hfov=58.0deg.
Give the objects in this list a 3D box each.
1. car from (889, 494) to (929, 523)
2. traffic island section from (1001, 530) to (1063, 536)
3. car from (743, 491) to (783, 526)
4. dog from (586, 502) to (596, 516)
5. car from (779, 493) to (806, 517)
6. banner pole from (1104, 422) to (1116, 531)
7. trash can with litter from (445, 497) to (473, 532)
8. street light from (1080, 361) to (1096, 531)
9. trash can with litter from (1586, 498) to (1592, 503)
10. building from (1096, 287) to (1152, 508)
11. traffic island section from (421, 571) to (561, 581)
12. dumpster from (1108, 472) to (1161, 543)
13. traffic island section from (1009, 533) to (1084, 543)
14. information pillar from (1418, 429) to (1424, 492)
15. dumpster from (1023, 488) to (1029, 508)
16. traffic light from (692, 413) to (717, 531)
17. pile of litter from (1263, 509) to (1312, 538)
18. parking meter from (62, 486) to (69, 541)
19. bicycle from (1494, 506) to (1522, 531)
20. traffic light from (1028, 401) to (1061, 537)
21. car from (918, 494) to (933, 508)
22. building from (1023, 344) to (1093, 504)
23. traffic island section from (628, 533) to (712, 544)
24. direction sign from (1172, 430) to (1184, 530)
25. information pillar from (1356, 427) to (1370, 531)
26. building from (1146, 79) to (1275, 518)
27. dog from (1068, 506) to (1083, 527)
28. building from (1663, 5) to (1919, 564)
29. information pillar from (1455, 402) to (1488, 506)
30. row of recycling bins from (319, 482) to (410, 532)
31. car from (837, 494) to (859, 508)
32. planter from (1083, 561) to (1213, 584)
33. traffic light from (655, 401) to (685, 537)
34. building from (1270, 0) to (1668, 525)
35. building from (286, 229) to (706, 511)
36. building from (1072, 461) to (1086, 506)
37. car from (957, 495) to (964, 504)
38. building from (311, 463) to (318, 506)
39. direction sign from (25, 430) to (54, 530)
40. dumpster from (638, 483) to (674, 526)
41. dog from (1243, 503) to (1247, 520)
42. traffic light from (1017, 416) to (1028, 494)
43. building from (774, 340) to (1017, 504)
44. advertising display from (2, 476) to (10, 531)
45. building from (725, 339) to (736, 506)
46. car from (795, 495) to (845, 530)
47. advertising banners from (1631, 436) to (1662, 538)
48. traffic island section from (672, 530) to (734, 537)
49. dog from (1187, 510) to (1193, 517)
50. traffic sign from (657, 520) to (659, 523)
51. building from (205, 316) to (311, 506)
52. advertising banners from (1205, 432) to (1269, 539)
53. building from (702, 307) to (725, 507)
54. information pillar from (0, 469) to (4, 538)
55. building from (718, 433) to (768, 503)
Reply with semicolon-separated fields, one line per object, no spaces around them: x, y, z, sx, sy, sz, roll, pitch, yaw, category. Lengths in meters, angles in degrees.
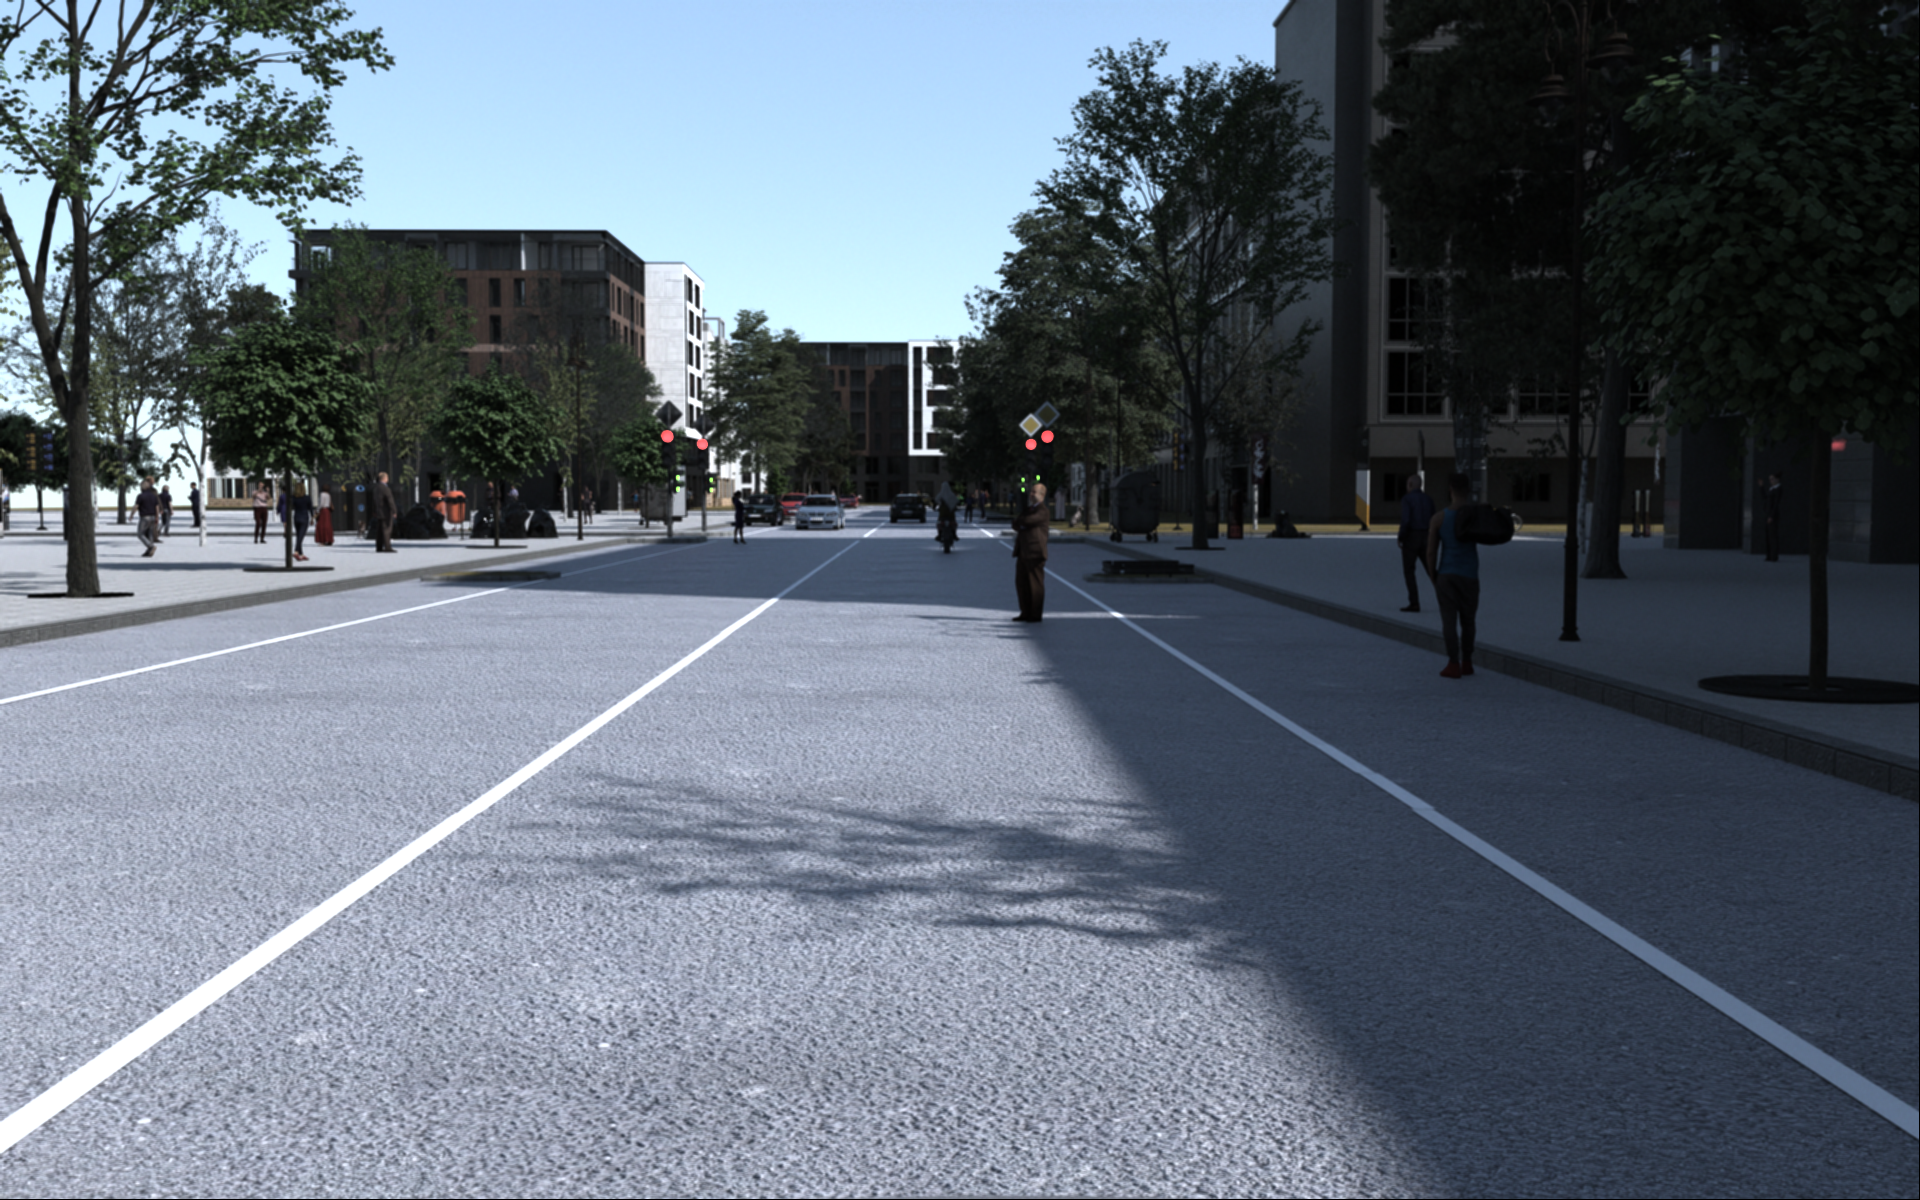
-2.582;-4.699;86.609;2.009;1.686;4.222;0;4;0;car
2.444;-2.285;59.648;2.009;0.180;2.903;0;4;-1;traffic island section
-9.008;-4.185;78.207;2.009;1.686;4.222;0;4;1;car
-22.006;-5.426;103.092;0.513;0.831;0.800;-2;4;-24;dog
-9.430;-5.489;98.778;2.155;1.783;4.494;0;4;-3;car
5.283;-4.333;60.863;0.401;3.779;0.863;0;4;4;banner pole
-17.502;-2.964;59.516;2.233;1.210;1.678;-1;4;-21;trash can with litter
4.455;-5.353;60.317;0.468;5.910;1.993;0;4;-1;street light
22.426;-3.043;61.143;1.055;1.170;0.624;2;4;30;trash can with litter
22.105;-17.730;156.336;16.747;18.905;31.486;0;4;-1;building
-7.878;-0.399;29.397;1.991;0.108;1.994;0;4;-1;traffic island section
4.683;-2.481;46.321;1.264;1.857;1.865;0;4;-1;dumpster
2.602;-1.797;51.664;2.009;0.180;2.903;0;4;-1;traffic island section
16.564;-4.339;62.291;0.183;3.616;0.504;0;4;-2;information pillar
5.030;-7.751;132.484;1.264;1.857;1.865;0;4;-1;dumpster
-8.755;-4.285;59.298;0.839;4.213;0.868;0;4;-1;traffic light
9.567;-2.248;50.717;1.176;0.858;1.719;-1;4;-23;pile of litter
-24.520;-2.406;47.745;0.372;1.533;0.369;0;3;0;parking meter
18.636;-2.843;59.706;1.543;0.972;0.635;0;4;-3;bicycle
2.562;-3.811;51.550;0.839;4.213;0.868;0;4;-1;traffic light
-3.887;-10.589;183.350;2.015;1.641;3.980;0;4;0;car
23.487;-24.446;243.665;32.646;21.610;27.936;0;4;-1;building
-8.637;-1.784;51.447;2.009;0.180;2.903;0;4;-1;traffic island section
7.756;-4.257;61.593;0.379;3.537;0.876;2;4;33;direction sign
14.055;-4.222;60.377;0.504;3.616;0.183;3;5;44;information pillar
23.181;-20.544;112.316;17.030;29.872;44.131;0;4;-1;building
4.361;-3.227;67.145;0.800;0.831;0.513;1;4;9;dog
22.348;-15.174;25.585;11.434;29.767;29.804;0;4;-1;building
14.499;-3.655;49.131;0.750;3.857;0.750;-2;4;-30;information pillar
-20.683;-3.243;60.135;1.069;1.692;3.534;2;4;31;row of recycling bins
-10.756;-9.610;166.165;2.155;1.783;4.494;0;4;-1;car
3.058;-0.463;28.710;1.991;0.319;1.994;0;4;-1;planter
-8.597;-3.796;51.314;0.839;4.213;0.868;0;4;-1;traffic light
27.265;-17.368;77.482;24.014;27.812;14.314;0;4;-1;building
-38.165;-18.739;150.353;27.936;21.610;32.646;0;4;-1;building
17.603;-14.954;186.645;9.099;9.664;28.070;0;4;-1;building
-0.488;-11.360;194.531;1.959;1.807;4.718;0;4;1;car
-52.771;-19.828;190.645;31.486;18.905;16.747;0;4;-1;building
-32.753;-4.262;61.686;0.876;3.537;0.379;-2;4;-26;direction sign
-12.461;-3.989;70.975;1.264;1.857;1.865;0;4;-1;dumpster
13.849;-4.358;85.631;0.800;0.831;0.513;-1;4;-9;dog
2.403;-4.299;59.534;0.839;4.213;0.868;0;4;-1;traffic light
-9.287;-24.436;243.500;32.646;21.610;27.936;0;4;-1;building
-33.581;-3.394;60.704;0.123;1.923;0.974;0;4;-6;advertising display
-30.893;-20.484;191.339;11.380;20.091;16.016;0;4;-1;building
-5.667;-3.576;70.464;2.014;1.417;4.499;0;3;0;car
20.440;-3.383;51.504;0.090;3.025;2.074;3;5;43;advertising banners
-8.795;-2.272;59.431;2.009;0.180;2.903;0;4;-1;traffic island section
13.233;-4.980;99.159;0.748;0.427;0.550;-2;4;-25;dog
-13.355;-4.676;76.554;0.768;2.556;0.104;0;4;4;traffic sign
-74.198;-20.408;190.096;11.380;20.091;16.016;0;4;-1;building
7.817;-3.247;49.277;2.074;3.025;0.090;2;4;34;advertising banners
-32.382;-19.332;172.489;16.016;20.091;11.380;0;4;-1;building
-28.054;-2.804;50.329;0.304;2.012;0.304;1;4;13;information pillar
-39.845;-17.782;232.886;28.070;9.664;9.099;0;4;-1;building
